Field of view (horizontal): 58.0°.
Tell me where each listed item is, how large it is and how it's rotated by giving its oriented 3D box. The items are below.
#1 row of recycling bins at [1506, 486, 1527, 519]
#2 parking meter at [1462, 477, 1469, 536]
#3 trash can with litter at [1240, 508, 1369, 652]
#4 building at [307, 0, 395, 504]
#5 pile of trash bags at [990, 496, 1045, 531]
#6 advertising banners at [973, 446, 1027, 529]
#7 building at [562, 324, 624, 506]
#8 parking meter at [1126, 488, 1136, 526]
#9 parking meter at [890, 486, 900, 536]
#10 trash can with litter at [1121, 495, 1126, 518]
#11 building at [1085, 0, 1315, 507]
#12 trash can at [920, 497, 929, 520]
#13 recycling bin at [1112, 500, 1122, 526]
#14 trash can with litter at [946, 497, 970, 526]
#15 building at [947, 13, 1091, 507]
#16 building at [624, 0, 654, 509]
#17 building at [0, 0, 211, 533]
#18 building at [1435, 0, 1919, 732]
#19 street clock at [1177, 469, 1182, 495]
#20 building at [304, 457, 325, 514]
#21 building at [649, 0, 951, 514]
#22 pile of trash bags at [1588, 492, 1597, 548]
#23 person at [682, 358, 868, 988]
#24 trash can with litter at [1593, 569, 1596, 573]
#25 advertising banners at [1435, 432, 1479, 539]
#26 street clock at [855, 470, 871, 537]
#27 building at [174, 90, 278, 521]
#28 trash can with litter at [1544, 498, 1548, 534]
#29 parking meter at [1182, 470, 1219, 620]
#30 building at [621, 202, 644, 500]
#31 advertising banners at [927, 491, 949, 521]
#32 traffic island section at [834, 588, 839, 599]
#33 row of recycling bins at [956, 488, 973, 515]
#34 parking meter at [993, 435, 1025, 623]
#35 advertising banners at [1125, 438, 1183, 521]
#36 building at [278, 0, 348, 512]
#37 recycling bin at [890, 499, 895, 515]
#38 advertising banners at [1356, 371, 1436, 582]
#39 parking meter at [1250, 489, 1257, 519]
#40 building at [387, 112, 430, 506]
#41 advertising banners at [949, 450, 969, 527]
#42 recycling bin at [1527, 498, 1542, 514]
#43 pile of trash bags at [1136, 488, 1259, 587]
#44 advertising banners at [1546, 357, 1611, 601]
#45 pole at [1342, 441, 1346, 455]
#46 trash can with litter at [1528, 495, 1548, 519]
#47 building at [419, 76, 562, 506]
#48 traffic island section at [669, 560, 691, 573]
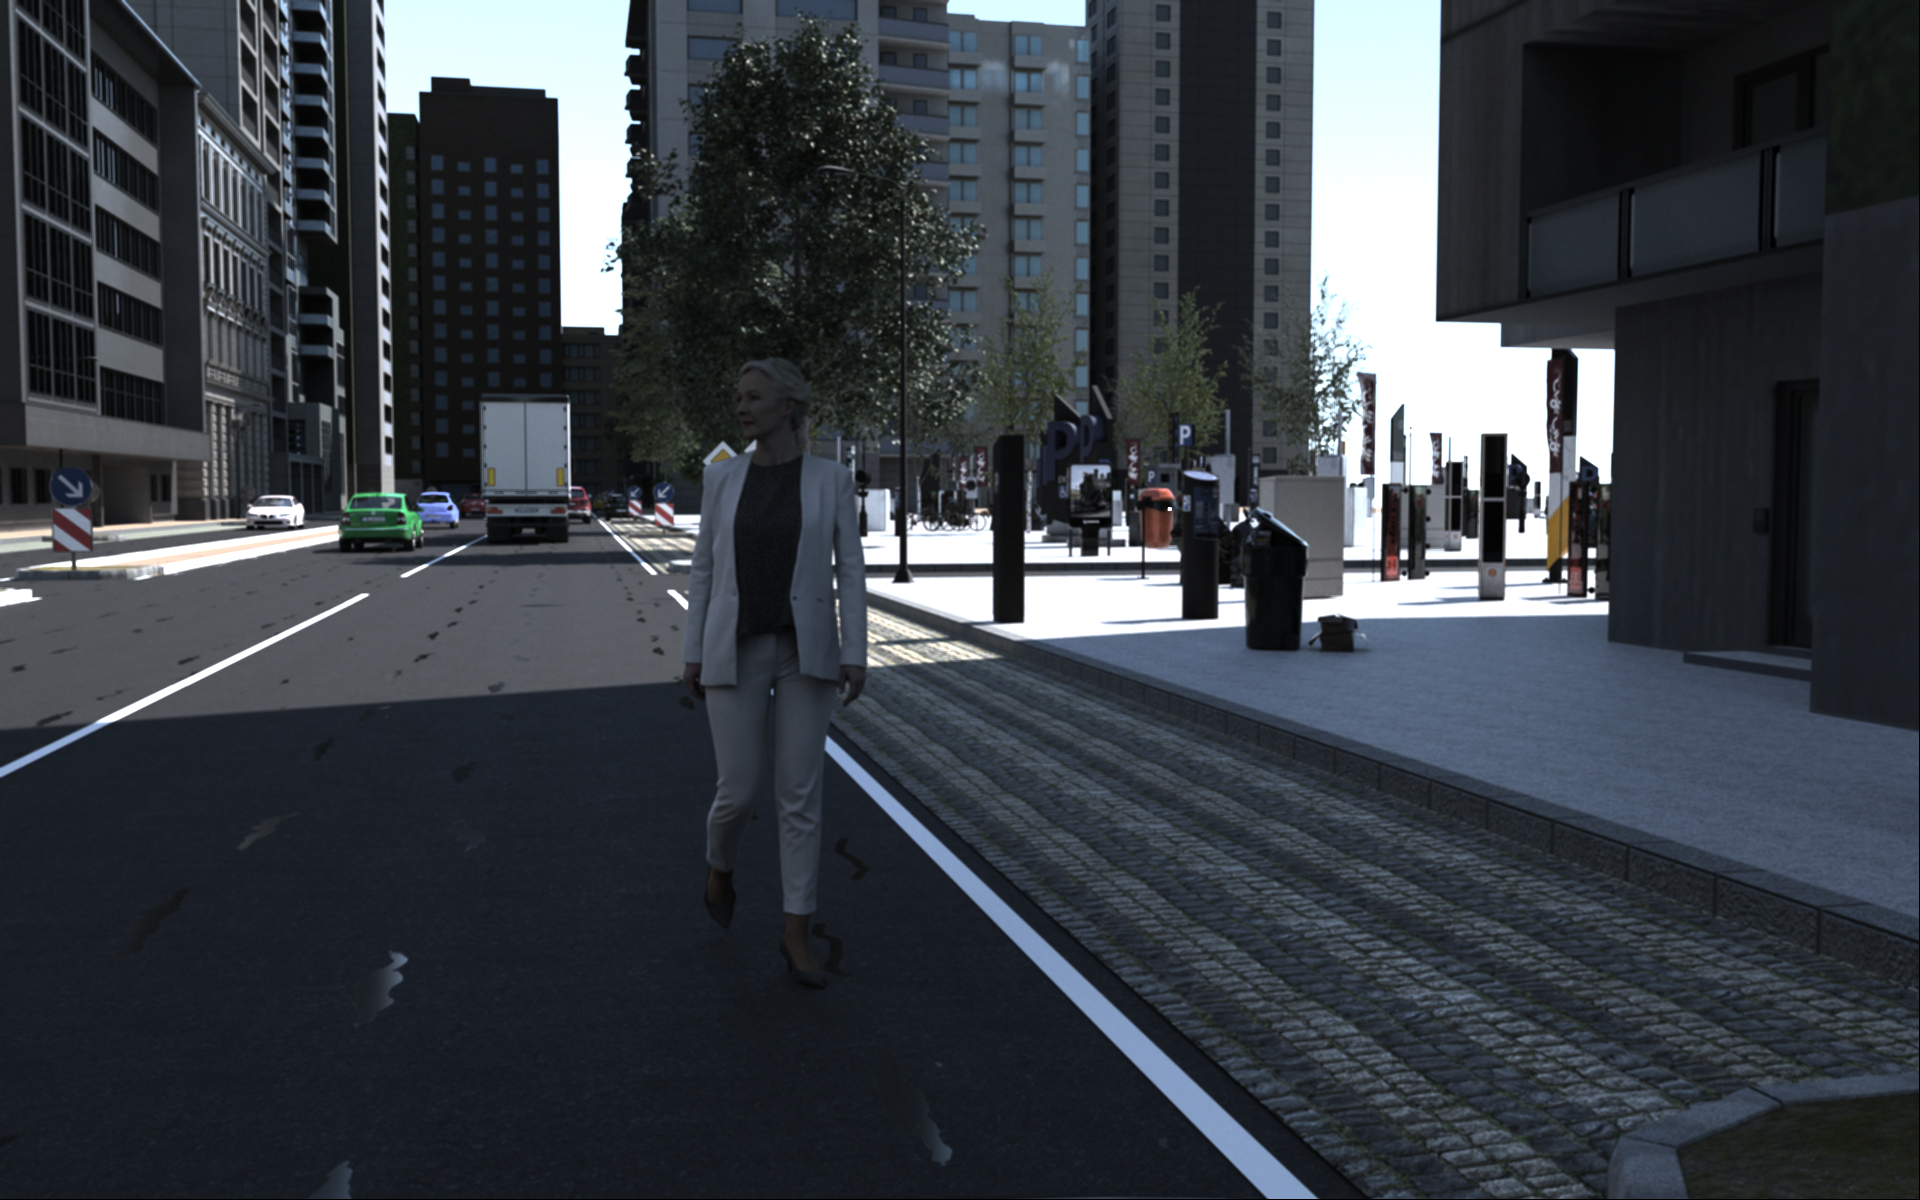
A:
[{"bbox_3d":[28.284,-5.056,89.777,1.069,1.692,3.534,-1,4,-9],"label":"row of recycling bins"},{"bbox_3d":[15.281,-2.883,52.848,0.255,1.863,0.399,-3,4,-36],"label":"parking meter"},{"bbox_3d":[2.845,-0.180,14.332,1.055,1.170,0.624,1,4,14],"label":"trash can with litter"},{"bbox_3d":[-68.434,-37.899,161.650,28.212,58.520,21.231,-1,4,-13],"label":"building"},{"bbox_3d":[2.664,-3.148,61.230,3.447,1.369,1.912,1,4,12],"label":"pile of trash bags"},{"bbox_3d":[1.524,-4.127,63.660,2.074,3.025,0.090,0,4,2],"label":"advertising banners"},{"bbox_3d":[-31.759,-21.913,203.313,28.899,21.520,27.650,-1,4,-13],"label":"building"},{"bbox_3d":[6.771,-3.685,68.655,0.372,1.533,0.369,0,3,0],"label":"parking meter"},{"bbox_3d":[-1.793,-2.698,52.516,0.372,1.533,0.369,0,3,0],"label":"parking meter"},{"bbox_3d":[9.270,-5.029,93.283,2.233,1.210,1.678,1,4,9],"label":"trash can with litter"},{"bbox_3d":[23.428,-45.506,182.278,20.611,71.187,20.563,-1,4,-13],"label":"building"},{"bbox_3d":[-1.705,-4.470,84.738,0.748,1.137,0.748,0,3,0],"label":"trash can"},{"bbox_3d":[6.082,-3.476,69.379,0.722,1.027,0.722,0,4,-8],"label":"recycling bin"},{"bbox_3d":[-0.034,-3.608,70.374,1.055,1.170,0.624,2,4,31],"label":"trash can with litter"},{"bbox_3d":[-1.921,-34.009,175.655,30.456,49.044,23.786,-1,4,-13],"label":"building"},{"bbox_3d":[-18.149,-30.507,153.416,22.147,44.769,28.867,-1,4,-13],"label":"building"},{"bbox_3d":[-38.984,-15.055,65.215,14.314,24.678,30.058,-1,4,-13],"label":"building"},{"bbox_3d":[11.470,-20.092,12.093,14.154,41.232,14.086,-1,4,-13],"label":"building"},{"bbox_3d":[5.639,-2.538,46.067,0.471,2.002,0.358,0,4,0],"label":"street clock"},{"bbox_3d":[-51.819,-40.964,108.011,20.563,71.187,20.611,-1,4,-13],"label":"building"},{"bbox_3d":[-11.756,-35.662,125.080,21.231,58.520,28.212,-1,4,-13],"label":"building"},{"bbox_3d":[16.008,-2.019,42.758,1.912,1.369,3.447,1,4,12],"label":"pile of trash bags"},{"bbox_3d":[-0.586,0.187,5.322,0.514,1.842,0.818,-1,4,-20],"label":"person"},{"bbox_3d":[10.276,-0.918,26.397,1.055,1.170,0.624,0,4,0],"label":"trash can with litter"},{"bbox_3d":[14.070,-3.246,49.266,2.074,3.025,0.090,-2,4,-30],"label":"advertising banners"},{"bbox_3d":[-2.893,-2.884,51.725,0.471,2.002,0.358,3,5,40],"label":"street clock"},{"bbox_3d":[-42.856,-15.987,90.272,11.050,23.489,19.941,-1,4,-13],"label":"building"},{"bbox_3d":[19.203,-2.683,55.250,1.055,1.170,0.624,2,4,33],"label":"trash can with litter"},{"bbox_3d":[2.478,-0.576,17.832,0.372,1.533,0.369,0,3,0],"label":"parking meter"},{"bbox_3d":[-26.944,-24.645,174.642,14.160,30.474,14.107,-1,4,-13],"label":"building"},{"bbox_3d":[-0.542,-5.225,81.609,2.074,3.025,0.090,-1,4,-19],"label":"advertising banners"},{"bbox_3d":[-2.653,-0.145,24.647,2.009,0.180,2.903,-1,4,-13],"label":"traffic island section"},{"bbox_3d":[0.260,-6.072,106.389,1.069,1.692,3.534,0,4,4],"label":"row of recycling bins"},{"bbox_3d":[0.487,-0.711,17.342,0.255,1.863,0.399,-1,4,-11],"label":"parking meter"},{"bbox_3d":[6.145,-3.553,54.272,2.074,3.025,0.090,1,4,23],"label":"advertising banners"},{"bbox_3d":[-59.307,-50.128,132.265,22.319,86.520,31.000,-1,4,-13],"label":"building"},{"bbox_3d":[-3.854,-5.151,96.768,0.722,1.027,0.722,1,4,13],"label":"recycling bin"},{"bbox_3d":[6.358,-1.789,25.431,0.090,3.025,2.074,3,5,44],"label":"advertising banners"},{"bbox_3d":[15.314,-5.011,90.346,0.372,1.533,0.369,0,3,0],"label":"parking meter"},{"bbox_3d":[-65.243,-30.843,187.872,14.086,41.232,14.154,-1,4,-13],"label":"building"},{"bbox_3d":[-0.044,-4.428,68.592,0.090,3.025,2.074,-1,4,-15],"label":"advertising banners"},{"bbox_3d":[37.864,-6.221,114.271,0.722,1.027,0.722,-2,4,-30],"label":"recycling bin"},{"bbox_3d":[3.795,-0.950,25.279,1.912,1.369,3.447,-3,4,-36],"label":"pile of trash bags"},{"bbox_3d":[7.732,-1.553,21.581,0.090,3.025,2.074,0,4,-5],"label":"advertising banners"},{"bbox_3d":[14.656,-4.428,66.240,0.158,3.312,0.155,0,3,0],"label":"pole"},{"bbox_3d":[30.846,-4.894,91.070,1.678,1.210,2.233,-2,4,-29],"label":"trash can with litter"},{"bbox_3d":[-51.119,-33.047,190.432,14.200,45.320,14.600,-1,4,-13],"label":"building"},{"bbox_3d":[-4.398,-0.621,32.440,2.009,0.180,2.903,-1,4,-13],"label":"traffic island section"}]
